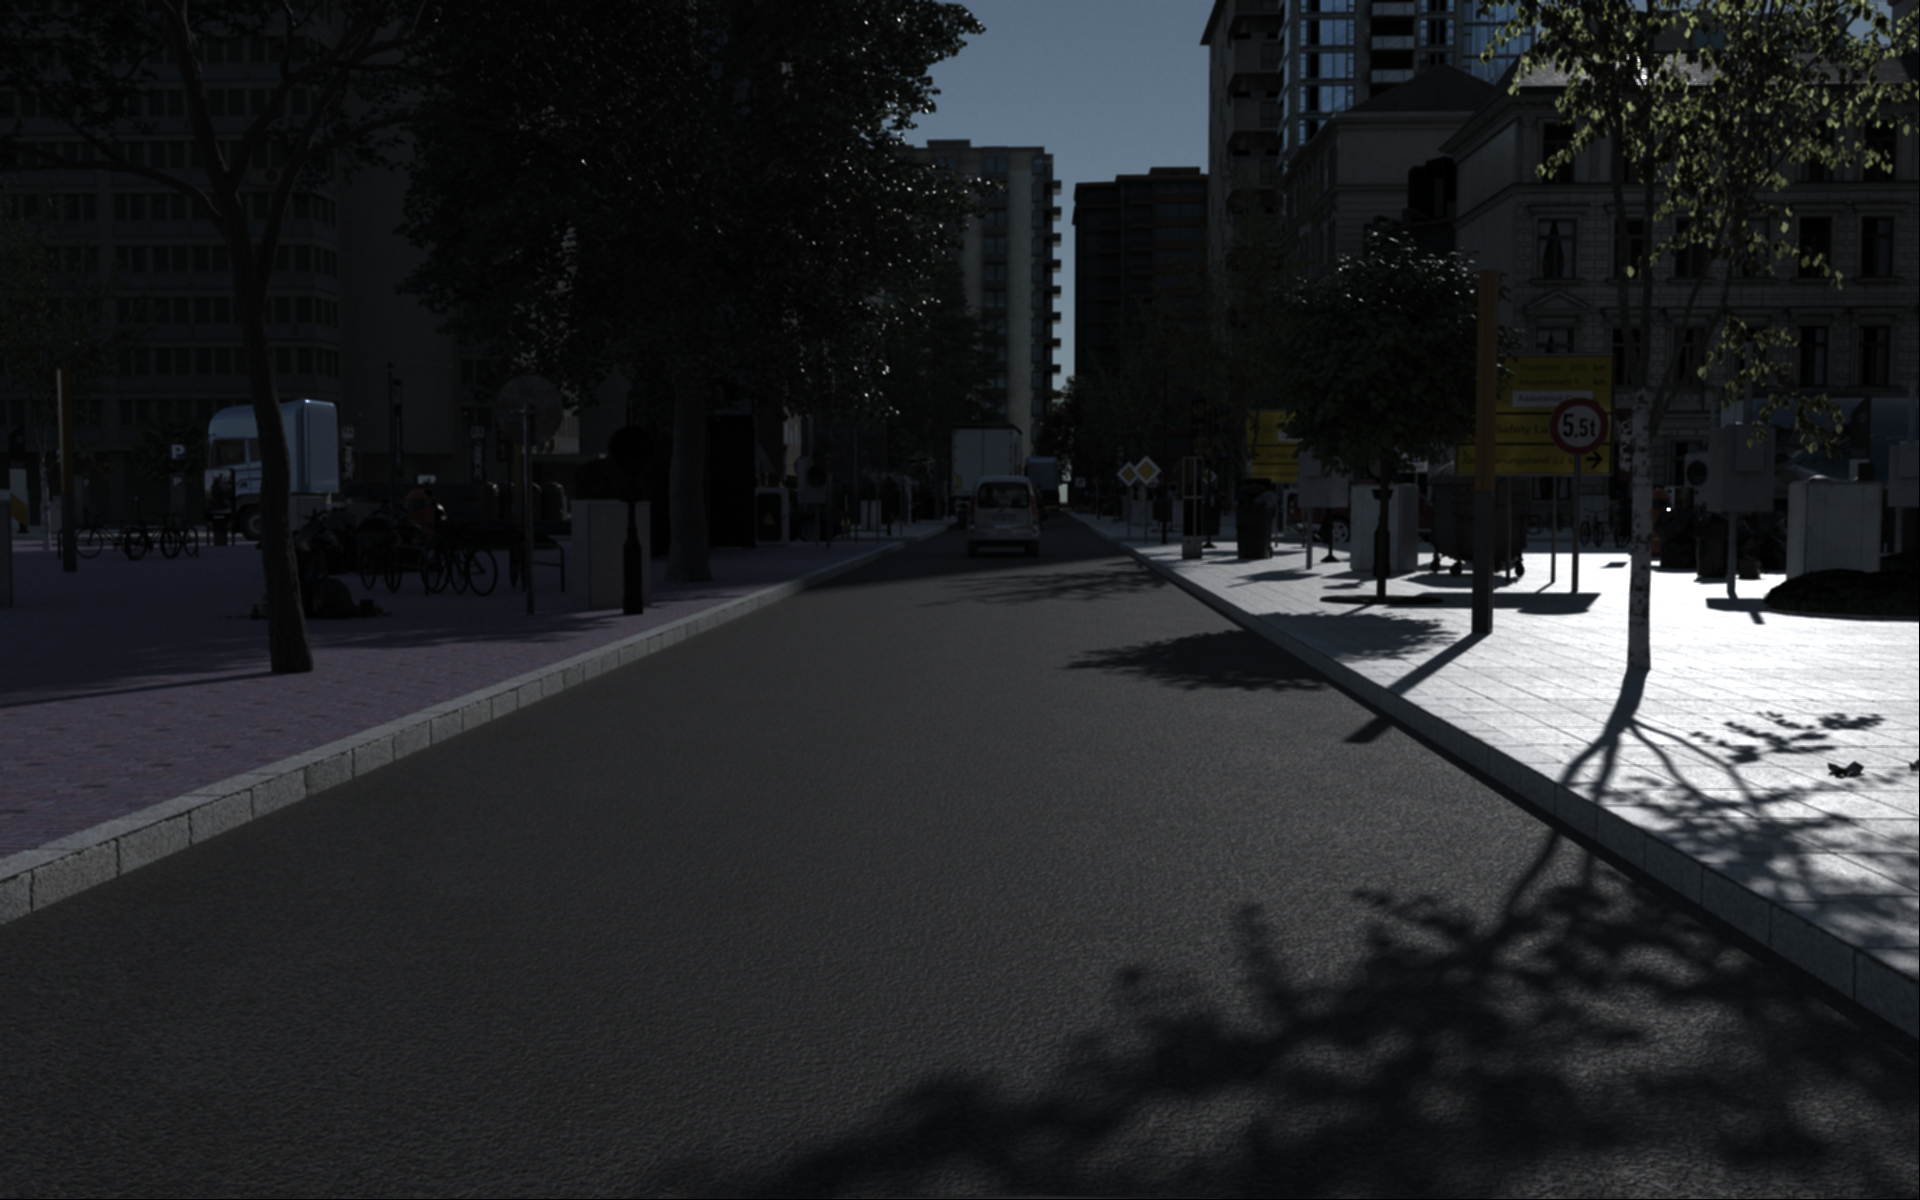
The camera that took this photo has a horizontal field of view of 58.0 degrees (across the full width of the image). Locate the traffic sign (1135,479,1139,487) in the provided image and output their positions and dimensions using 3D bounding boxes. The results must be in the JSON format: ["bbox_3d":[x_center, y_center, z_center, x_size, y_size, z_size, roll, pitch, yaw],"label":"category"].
[{"bbox_3d":[12.444,-7.227,119.346,0.795,2.450,0.064,1,4,9],"label":"traffic sign"}]

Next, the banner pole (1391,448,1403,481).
[{"bbox_3d":[9.734,-2.993,38.959,0.401,3.779,0.863,-1,4,-21],"label":"banner pole"}]

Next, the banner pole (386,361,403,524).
[{"bbox_3d":[-10.745,-2.628,32.982,0.401,3.779,0.863,0,4,2],"label":"banner pole"}]

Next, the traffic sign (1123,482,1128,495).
[{"bbox_3d":[9.248,-5.867,96.025,0.768,2.556,0.104,1,4,9],"label":"traffic sign"}]

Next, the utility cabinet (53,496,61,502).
[{"bbox_3d":[-32.386,-3.141,62.521,1.020,1.237,0.306,3,5,43],"label":"utility cabinet"}]

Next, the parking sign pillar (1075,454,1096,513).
[{"bbox_3d":[8.419,-7.761,115.368,1.447,3.967,1.447,0,4,4],"label":"parking sign pillar"}]

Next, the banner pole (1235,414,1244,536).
[{"bbox_3d":[8.529,-3.814,52.369,0.401,3.779,0.863,1,4,9],"label":"banner pole"}]

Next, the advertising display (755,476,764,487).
[{"bbox_3d":[-7.385,-3.580,63.741,0.123,1.923,0.974,1,4,9],"label":"advertising display"}]

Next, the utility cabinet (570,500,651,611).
[{"bbox_3d":[-3.920,-0.512,19.527,0.306,1.237,1.020,2,4,31],"label":"utility cabinet"}]

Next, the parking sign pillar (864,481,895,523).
[{"bbox_3d":[-3.591,-5.346,75.873,1.447,3.967,1.447,1,4,14],"label":"parking sign pillar"}]

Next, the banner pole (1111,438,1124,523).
[{"bbox_3d":[6.983,-5.286,76.437,0.401,3.779,0.863,3,4,38],"label":"banner pole"}]

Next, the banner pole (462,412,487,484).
[{"bbox_3d":[-14.953,-3.864,53.193,0.863,3.779,0.401,0,4,-5],"label":"banner pole"}]

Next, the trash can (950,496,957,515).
[{"bbox_3d":[-0.492,-5.681,104.542,0.748,1.137,0.748,0,3,0],"label":"trash can"}]

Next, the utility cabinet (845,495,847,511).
[{"bbox_3d":[-8.022,-6.821,122.678,0.306,1.237,1.020,3,5,39],"label":"utility cabinet"}]

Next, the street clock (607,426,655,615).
[{"bbox_3d":[-3.499,-0.850,18.475,0.471,2.002,0.358,-1,4,-20],"label":"street clock"}]

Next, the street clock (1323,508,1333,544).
[{"bbox_3d":[9.443,-2.435,44.380,0.471,2.002,0.358,2,4,31],"label":"street clock"}]

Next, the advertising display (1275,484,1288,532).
[{"bbox_3d":[10.961,-3.297,59.115,0.123,1.923,0.974,-1,4,-8],"label":"advertising display"}]

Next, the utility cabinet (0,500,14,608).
[{"bbox_3d":[-11.256,-0.510,19.503,1.020,1.237,0.306,-2,4,-26],"label":"utility cabinet"}]

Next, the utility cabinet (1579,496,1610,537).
[{"bbox_3d":[19.000,-2.507,52.154,0.306,1.237,1.020,-3,5,-40],"label":"utility cabinet"}]

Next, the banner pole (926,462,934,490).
[{"bbox_3d":[-2.154,-8.095,122.367,0.863,3.779,0.401,3,5,39],"label":"banner pole"}]

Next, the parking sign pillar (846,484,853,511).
[{"bbox_3d":[-6.935,-7.595,112.656,1.447,3.967,1.447,-2,4,-27],"label":"parking sign pillar"}]

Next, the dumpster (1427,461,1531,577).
[{"bbox_3d":[8.263,-1.336,27.597,1.264,1.857,1.865,0,4,2],"label":"dumpster"}]

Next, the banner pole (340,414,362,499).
[{"bbox_3d":[-18.968,-3.924,54.169,0.401,3.779,0.863,3,5,39],"label":"banner pole"}]

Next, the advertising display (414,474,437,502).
[{"bbox_3d":[-17.270,-3.107,56.018,0.123,1.923,0.974,1,4,22],"label":"advertising display"}]

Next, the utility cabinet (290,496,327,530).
[{"bbox_3d":[-17.138,-2.106,45.593,0.306,1.237,1.020,2,4,24],"label":"utility cabinet"}]

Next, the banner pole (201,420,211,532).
[{"bbox_3d":[-25.488,-4.218,58.988,0.401,3.779,0.863,1,4,22],"label":"banner pole"}]

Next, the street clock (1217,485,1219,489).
[{"bbox_3d":[18.022,-7.156,121.575,0.358,2.002,0.471,0,4,-2],"label":"street clock"}]

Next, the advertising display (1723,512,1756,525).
[{"bbox_3d":[17.234,-2.046,38.660,0.974,1.923,0.123,2,4,35],"label":"advertising display"}]

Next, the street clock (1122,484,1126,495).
[{"bbox_3d":[10.516,-6.417,109.481,0.471,2.002,0.358,-1,4,-20],"label":"street clock"}]

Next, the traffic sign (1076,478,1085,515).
[{"bbox_3d":[7.435,-6.414,107.001,0.606,2.300,0.079,0,4,3],"label":"traffic sign"}]

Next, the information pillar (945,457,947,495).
[{"bbox_3d":[-0.900,-7.236,109.662,0.183,3.616,0.504,0,4,3],"label":"information pillar"}]

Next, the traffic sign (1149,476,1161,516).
[{"bbox_3d":[10.419,-5.710,93.369,0.884,2.594,0.081,0,4,4],"label":"traffic sign"}]

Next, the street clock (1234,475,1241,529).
[{"bbox_3d":[10.336,-3.649,64.233,0.358,2.002,0.471,0,4,3],"label":"street clock"}]

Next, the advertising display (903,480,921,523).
[{"bbox_3d":[-2.126,-4.380,76.830,0.974,1.923,0.123,-3,5,-41],"label":"advertising display"}]

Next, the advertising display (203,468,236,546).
[{"bbox_3d":[-18.392,-2.313,43.030,0.974,1.923,0.123,2,4,24],"label":"advertising display"}]

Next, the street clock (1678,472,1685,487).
[{"bbox_3d":[24.108,-3.242,57.583,0.471,2.002,0.358,2,4,27],"label":"street clock"}]

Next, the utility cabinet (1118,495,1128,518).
[{"bbox_3d":[8.826,-4.951,92.112,0.306,1.237,1.020,-2,4,-28],"label":"utility cabinet"}]

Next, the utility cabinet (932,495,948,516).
[{"bbox_3d":[-1.157,-5.610,102.881,1.020,1.237,0.306,1,4,17],"label":"utility cabinet"}]

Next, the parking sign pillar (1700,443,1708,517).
[{"bbox_3d":[27.483,-4.553,62.910,1.447,3.967,1.447,-2,4,-32],"label":"parking sign pillar"}]

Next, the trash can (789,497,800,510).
[{"bbox_3d":[-8.543,-4.634,87.425,0.748,1.137,0.748,0,3,0],"label":"trash can"}]

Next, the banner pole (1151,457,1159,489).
[{"bbox_3d":[12.692,-7.487,112.435,0.863,3.779,0.401,-2,4,-32],"label":"banner pole"}]

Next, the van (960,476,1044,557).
[{"bbox_3d":[0.992,-2.064,40.754,2.013,2.044,4.112,0,4,0],"label":"van"}]

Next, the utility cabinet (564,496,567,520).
[{"bbox_3d":[-15.361,-3.351,65.956,1.020,1.237,0.306,3,5,43],"label":"utility cabinet"}]

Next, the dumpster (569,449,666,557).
[{"bbox_3d":[-6.637,-1.902,33.591,1.502,2.255,1.985,0,4,2],"label":"dumpster"}]

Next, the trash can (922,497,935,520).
[{"bbox_3d":[-1.524,-4.555,86.120,0.748,1.137,0.748,0,3,0],"label":"trash can"}]

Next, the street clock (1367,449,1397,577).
[{"bbox_3d":[6.544,-1.361,26.829,0.358,2.002,0.471,-2,4,-32],"label":"street clock"}]

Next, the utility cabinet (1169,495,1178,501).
[{"bbox_3d":[11.059,-4.958,92.228,1.020,1.237,0.306,0,4,1],"label":"utility cabinet"}]
